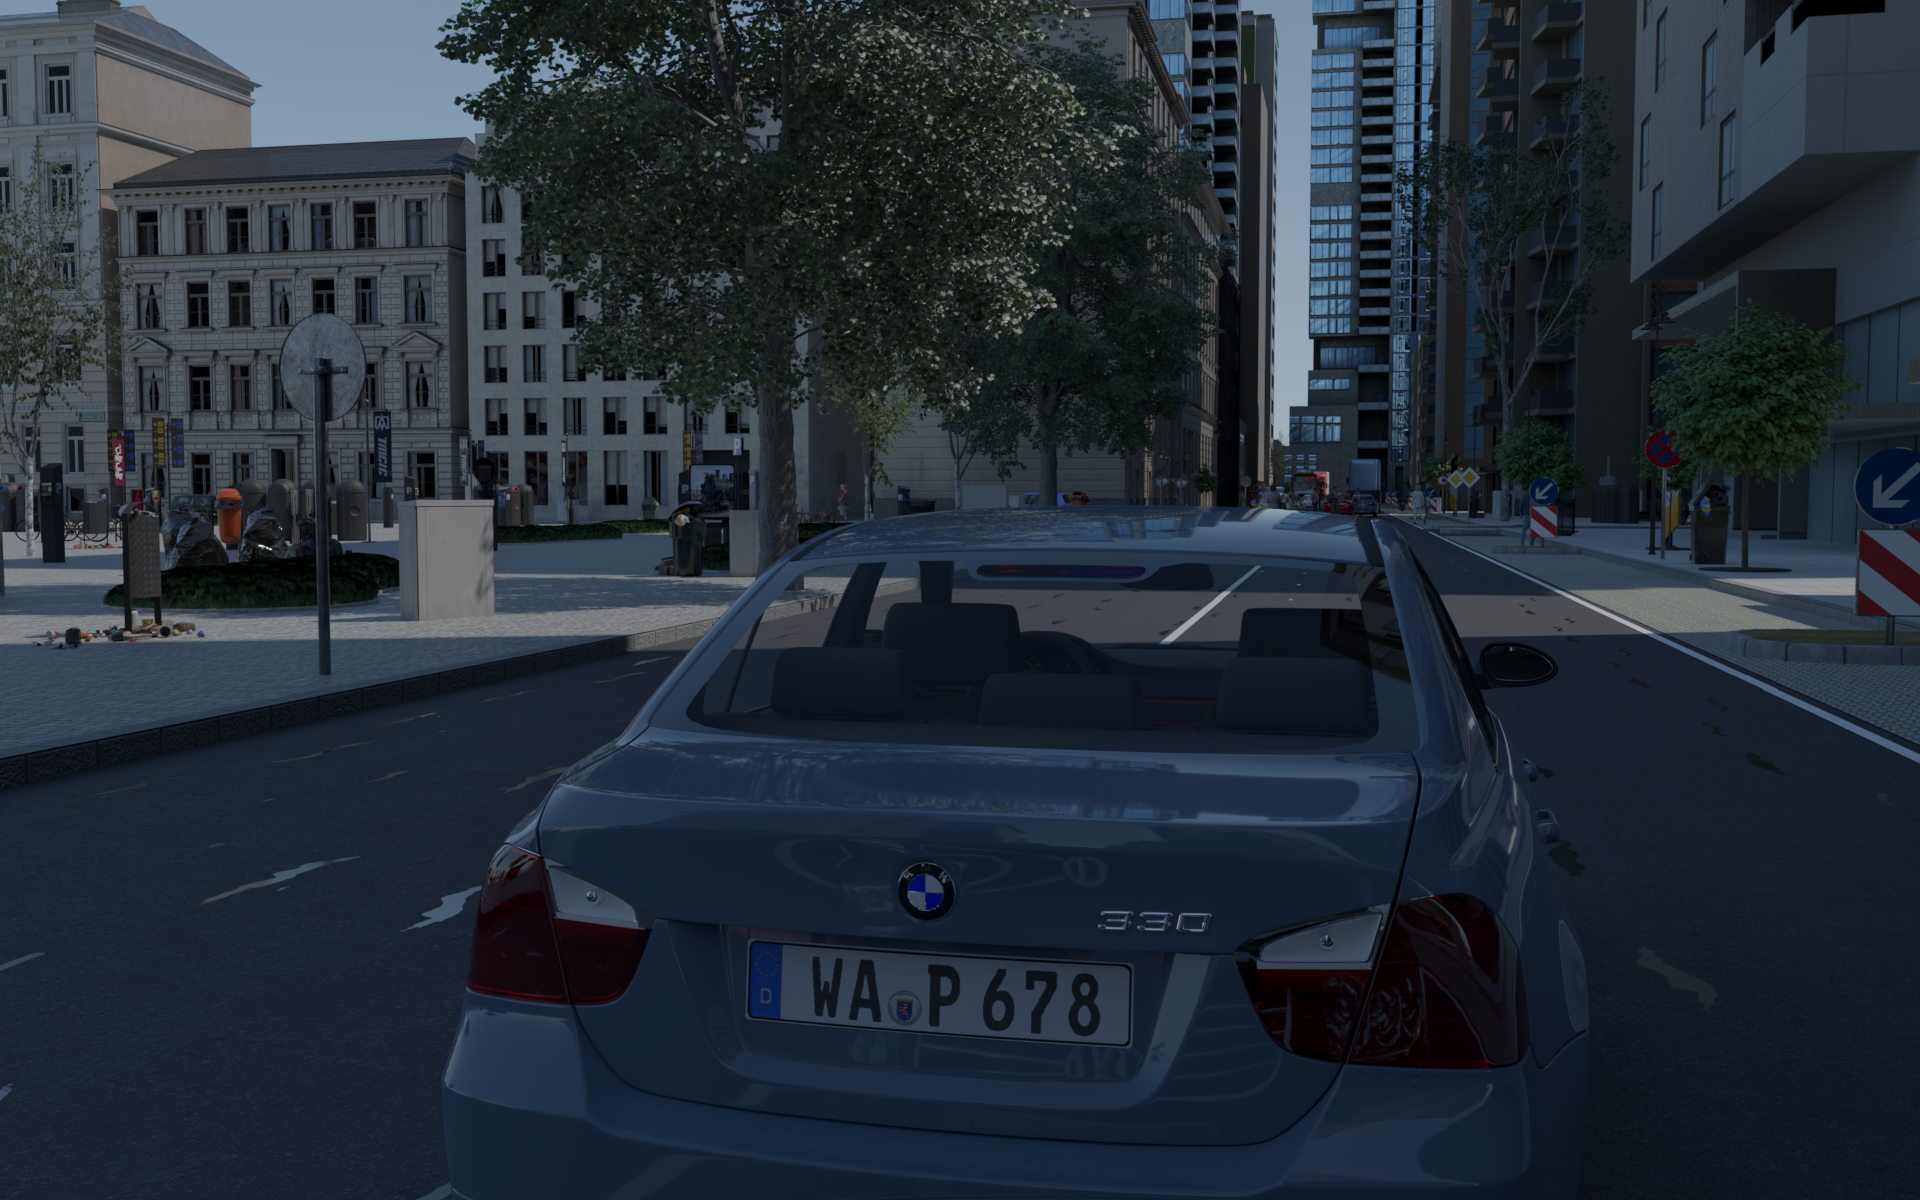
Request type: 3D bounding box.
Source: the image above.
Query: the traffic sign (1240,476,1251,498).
[{"bbox_3d":[20.286,-7.522,123.084,0.768,2.556,0.104,1,4,17],"label":"traffic sign"}]

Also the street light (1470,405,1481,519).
[{"bbox_3d":[26.816,-7.186,90.279,0.468,5.910,1.993,1,4,13],"label":"street light"}]

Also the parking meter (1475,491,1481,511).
[{"bbox_3d":[38.816,-7.425,129.808,0.372,1.533,0.369,0,3,0],"label":"parking meter"}]

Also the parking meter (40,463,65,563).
[{"bbox_3d":[-16.949,-1.629,32.342,0.255,1.863,0.399,0,4,2],"label":"parking meter"}]

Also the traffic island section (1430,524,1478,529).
[{"bbox_3d":[20.532,-3.023,71.705,2.009,0.180,2.903,1,4,13],"label":"traffic island section"}]

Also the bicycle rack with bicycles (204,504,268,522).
[{"bbox_3d":[-23.664,-2.775,58.752,2.925,0.926,2.852,-3,4,-36],"label":"bicycle rack with bicycles"}]

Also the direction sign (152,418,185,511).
[{"bbox_3d":[-23.538,-3.642,51.546,0.876,3.537,0.379,-3,5,-39],"label":"direction sign"}]

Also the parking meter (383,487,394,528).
[{"bbox_3d":[-21.663,-3.498,65.599,0.372,1.533,0.369,0,3,0],"label":"parking meter"}]

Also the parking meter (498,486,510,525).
[{"bbox_3d":[-14.888,-2.947,56.596,0.372,1.533,0.369,0,3,0],"label":"parking meter"}]

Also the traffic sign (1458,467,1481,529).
[{"bbox_3d":[18.764,-3.682,63.840,0.795,2.450,0.064,1,4,13],"label":"traffic sign"}]

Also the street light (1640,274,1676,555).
[{"bbox_3d":[14.666,-3.898,36.523,0.468,5.910,1.993,1,4,13],"label":"street light"}]

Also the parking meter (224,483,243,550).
[{"bbox_3d":[-16.737,-1.927,39.913,0.372,1.533,0.369,0,3,0],"label":"parking meter"}]

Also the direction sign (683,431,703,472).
[{"bbox_3d":[-9.592,-4.299,62.283,0.379,3.537,0.876,3,5,43],"label":"direction sign"}]

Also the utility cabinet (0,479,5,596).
[{"bbox_3d":[-12.082,-0.747,20.896,0.318,1.500,1.173,1,4,10],"label":"utility cabinet"}]

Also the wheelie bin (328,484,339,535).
[{"bbox_3d":[-19.727,-2.858,54.636,0.980,1.594,0.693,1,4,10],"label":"wheelie bin"}]

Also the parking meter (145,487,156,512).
[{"bbox_3d":[-30.574,-3.488,65.433,0.372,1.533,0.369,0,3,0],"label":"parking meter"}]

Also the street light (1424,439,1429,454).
[{"bbox_3d":[38.814,-10.473,144.023,0.468,5.910,1.993,1,4,13],"label":"street light"}]

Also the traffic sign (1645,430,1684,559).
[{"bbox_3d":[13.868,-2.079,34.105,0.768,2.556,0.104,1,4,14],"label":"traffic sign"}]

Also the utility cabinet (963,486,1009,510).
[{"bbox_3d":[0.675,-2.235,45.223,1.173,1.500,0.318,1,4,15],"label":"utility cabinet"}]

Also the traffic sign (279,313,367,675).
[{"bbox_3d":[-4.509,-0.741,12.223,0.768,2.556,0.104,1,4,21],"label":"traffic sign"}]

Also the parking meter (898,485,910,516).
[{"bbox_3d":[-1.646,-2.595,50.832,0.372,1.533,0.369,0,3,0],"label":"parking meter"}]

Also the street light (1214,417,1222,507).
[{"bbox_3d":[15.110,-7.876,101.561,0.468,5.910,1.993,1,4,13],"label":"street light"}]

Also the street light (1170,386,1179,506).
[{"bbox_3d":[9.099,-6.213,74.374,0.468,5.910,1.993,1,4,13],"label":"street light"}]

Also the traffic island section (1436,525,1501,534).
[{"bbox_3d":[18.789,-2.546,63.912,2.009,0.180,2.903,1,4,13],"label":"traffic island section"}]

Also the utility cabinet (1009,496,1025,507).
[{"bbox_3d":[2.067,-3.315,65.359,0.306,1.237,1.020,-2,4,-29],"label":"utility cabinet"}]

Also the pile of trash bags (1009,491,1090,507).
[{"bbox_3d":[2.459,-2.694,53.807,3.447,1.369,1.912,2,4,31],"label":"pile of trash bags"}]

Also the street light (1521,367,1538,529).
[{"bbox_3d":[20.674,-5.518,63.007,0.468,5.910,1.993,1,4,13],"label":"street light"}]

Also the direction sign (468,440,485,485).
[{"bbox_3d":[-20.272,-4.935,72.690,0.876,3.537,0.379,2,4,29],"label":"direction sign"}]

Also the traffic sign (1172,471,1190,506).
[{"bbox_3d":[9.440,-4.311,74.120,0.795,2.450,0.064,1,4,13],"label":"traffic sign"}]

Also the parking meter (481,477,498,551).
[{"bbox_3d":[-10.588,-2.033,38.948,0.255,1.863,0.399,0,4,5],"label":"parking meter"}]

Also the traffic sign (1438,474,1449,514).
[{"bbox_3d":[31.377,-6.869,112.417,0.768,2.556,0.104,1,4,14],"label":"traffic sign"}]

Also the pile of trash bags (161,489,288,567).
[{"bbox_3d":[-11.806,-1.109,27.891,1.912,1.369,3.447,-1,4,-22],"label":"pile of trash bags"}]

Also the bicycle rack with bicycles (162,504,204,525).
[{"bbox_3d":[-27.470,-2.909,60.952,2.852,0.926,2.925,-1,4,-16],"label":"bicycle rack with bicycles"}]

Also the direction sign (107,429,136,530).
[{"bbox_3d":[-29.332,-4.198,60.641,0.876,3.537,0.379,-1,4,-16],"label":"direction sign"}]

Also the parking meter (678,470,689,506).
[{"bbox_3d":[-6.330,-2.113,40.254,0.399,1.863,0.255,1,4,21],"label":"parking meter"}]

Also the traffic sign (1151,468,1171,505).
[{"bbox_3d":[7.697,-3.834,66.327,0.795,2.450,0.064,1,4,13],"label":"traffic sign"}]

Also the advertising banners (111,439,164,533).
[{"bbox_3d":[-26.377,-3.631,55.559,0.090,3.025,2.074,1,4,20],"label":"advertising banners"}]

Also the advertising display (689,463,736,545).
[{"bbox_3d":[-5.194,-1.905,36.362,0.974,1.923,0.123,0,4,-2],"label":"advertising display"}]

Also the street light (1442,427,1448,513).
[{"bbox_3d":[32.709,-8.807,116.789,0.468,5.910,1.993,1,4,13],"label":"street light"}]

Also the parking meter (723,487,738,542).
[{"bbox_3d":[-5.431,-1.994,41.015,0.372,1.533,0.369,0,3,0],"label":"parking meter"}]

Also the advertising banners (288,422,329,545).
[{"bbox_3d":[-15.867,-2.816,42.232,2.074,3.025,0.090,3,5,43],"label":"advertising banners"}]

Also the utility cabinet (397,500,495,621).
[{"bbox_3d":[-5.310,-0.414,17.923,0.306,1.237,1.020,2,4,33],"label":"utility cabinet"}]

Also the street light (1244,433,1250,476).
[{"bbox_3d":[21.226,-9.531,128.625,0.468,5.910,1.993,1,4,13],"label":"street light"}]

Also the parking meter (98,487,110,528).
[{"bbox_3d":[-32.421,-3.496,65.574,0.372,1.533,0.369,0,3,0],"label":"parking meter"}]

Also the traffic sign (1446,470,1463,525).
[{"bbox_3d":[20.507,-4.158,71.633,0.795,2.450,0.064,1,4,13],"label":"traffic sign"}]

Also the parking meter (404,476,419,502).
[{"bbox_3d":[-17.489,-3.030,55.258,0.399,1.863,0.255,1,4,13],"label":"parking meter"}]

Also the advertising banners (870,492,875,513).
[{"bbox_3d":[-5.092,-7.264,114.954,2.074,3.025,0.090,-2,4,-33],"label":"advertising banners"}]

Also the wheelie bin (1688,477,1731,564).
[{"bbox_3d":[13.766,-1.461,31.793,0.693,1.594,0.980,1,4,14],"label":"wheelie bin"}]

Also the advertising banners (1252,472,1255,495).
[{"bbox_3d":[22.987,-8.508,135.291,0.090,3.025,2.074,0,4,3],"label":"advertising banners"}]

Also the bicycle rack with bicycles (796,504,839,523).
[{"bbox_3d":[-6.021,-2.944,61.521,2.852,0.926,2.925,-3,4,-38],"label":"bicycle rack with bicycles"}]
